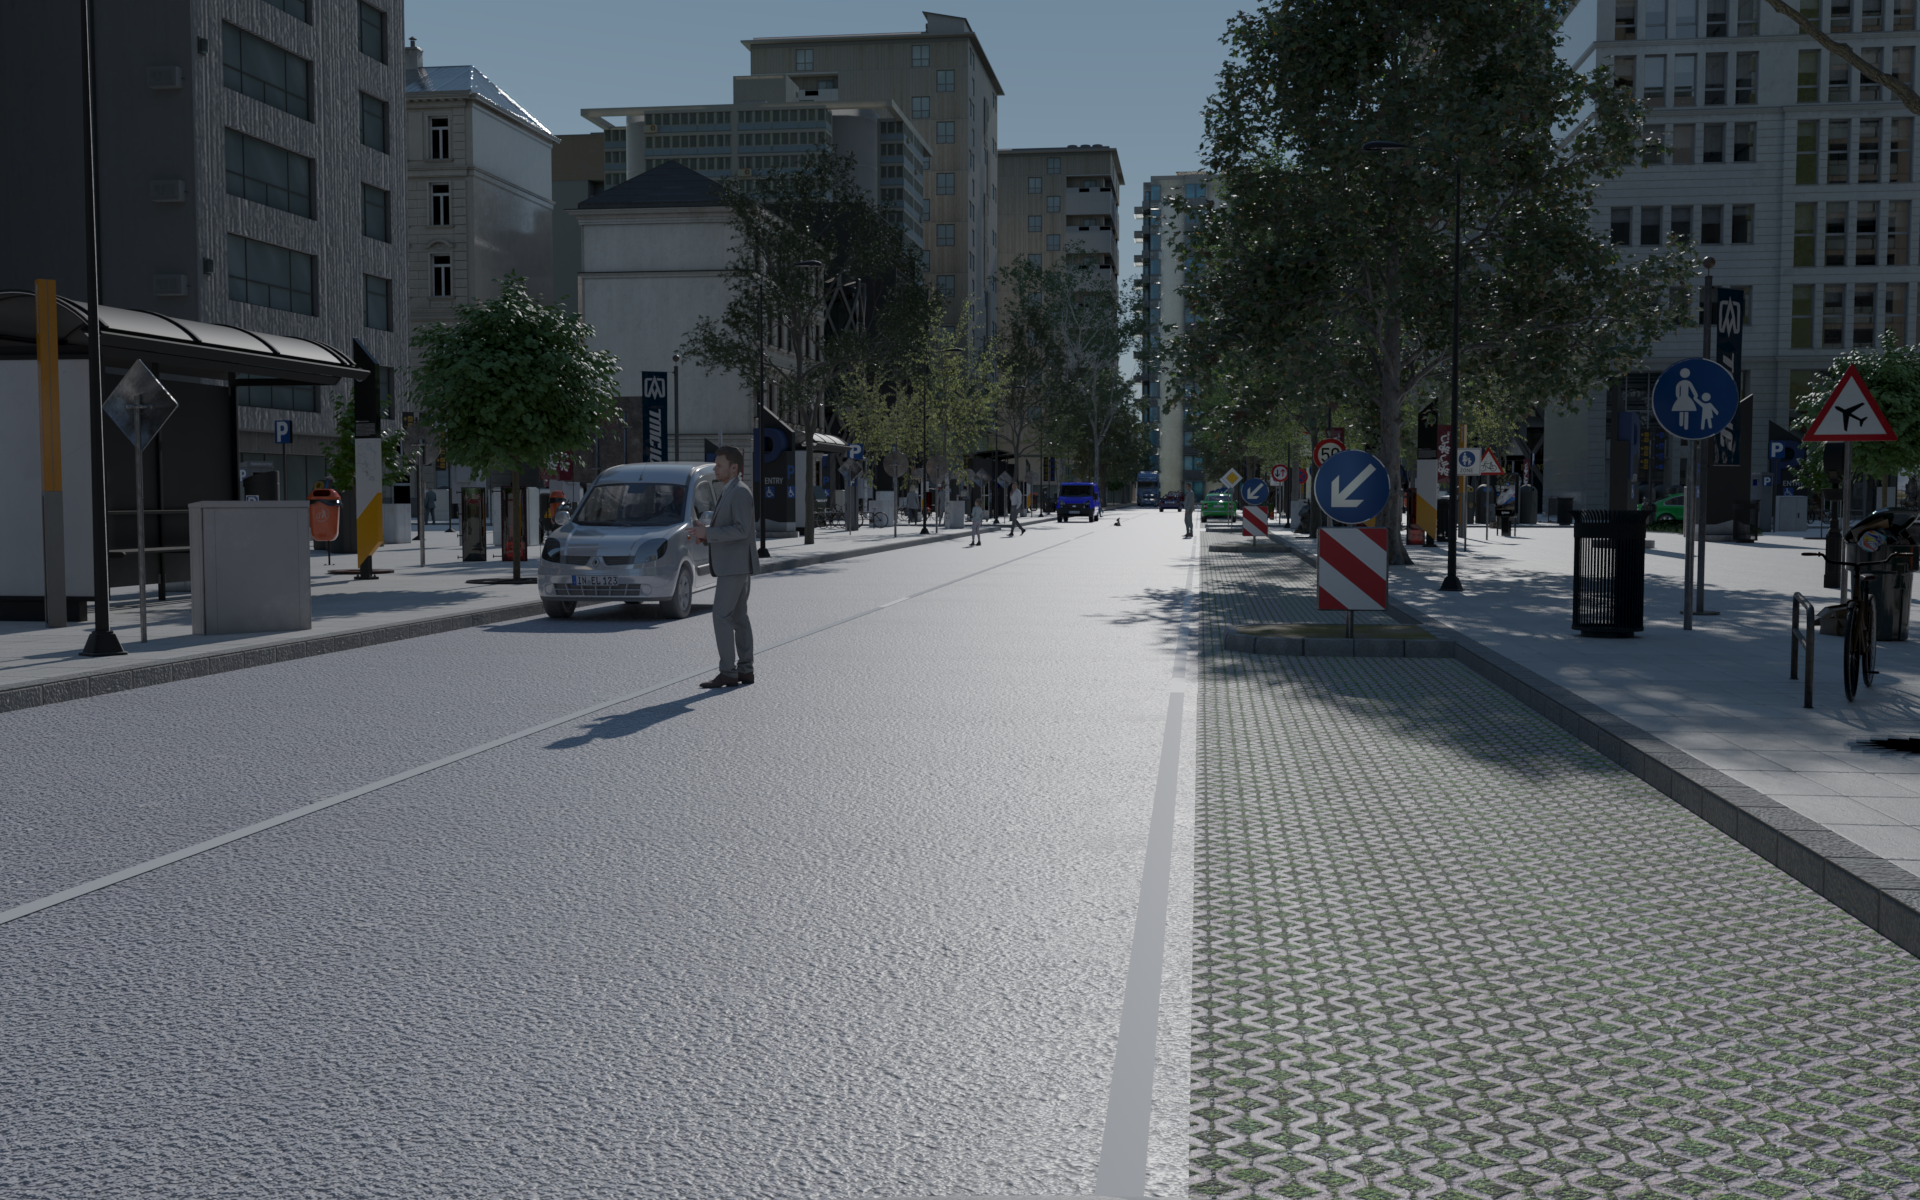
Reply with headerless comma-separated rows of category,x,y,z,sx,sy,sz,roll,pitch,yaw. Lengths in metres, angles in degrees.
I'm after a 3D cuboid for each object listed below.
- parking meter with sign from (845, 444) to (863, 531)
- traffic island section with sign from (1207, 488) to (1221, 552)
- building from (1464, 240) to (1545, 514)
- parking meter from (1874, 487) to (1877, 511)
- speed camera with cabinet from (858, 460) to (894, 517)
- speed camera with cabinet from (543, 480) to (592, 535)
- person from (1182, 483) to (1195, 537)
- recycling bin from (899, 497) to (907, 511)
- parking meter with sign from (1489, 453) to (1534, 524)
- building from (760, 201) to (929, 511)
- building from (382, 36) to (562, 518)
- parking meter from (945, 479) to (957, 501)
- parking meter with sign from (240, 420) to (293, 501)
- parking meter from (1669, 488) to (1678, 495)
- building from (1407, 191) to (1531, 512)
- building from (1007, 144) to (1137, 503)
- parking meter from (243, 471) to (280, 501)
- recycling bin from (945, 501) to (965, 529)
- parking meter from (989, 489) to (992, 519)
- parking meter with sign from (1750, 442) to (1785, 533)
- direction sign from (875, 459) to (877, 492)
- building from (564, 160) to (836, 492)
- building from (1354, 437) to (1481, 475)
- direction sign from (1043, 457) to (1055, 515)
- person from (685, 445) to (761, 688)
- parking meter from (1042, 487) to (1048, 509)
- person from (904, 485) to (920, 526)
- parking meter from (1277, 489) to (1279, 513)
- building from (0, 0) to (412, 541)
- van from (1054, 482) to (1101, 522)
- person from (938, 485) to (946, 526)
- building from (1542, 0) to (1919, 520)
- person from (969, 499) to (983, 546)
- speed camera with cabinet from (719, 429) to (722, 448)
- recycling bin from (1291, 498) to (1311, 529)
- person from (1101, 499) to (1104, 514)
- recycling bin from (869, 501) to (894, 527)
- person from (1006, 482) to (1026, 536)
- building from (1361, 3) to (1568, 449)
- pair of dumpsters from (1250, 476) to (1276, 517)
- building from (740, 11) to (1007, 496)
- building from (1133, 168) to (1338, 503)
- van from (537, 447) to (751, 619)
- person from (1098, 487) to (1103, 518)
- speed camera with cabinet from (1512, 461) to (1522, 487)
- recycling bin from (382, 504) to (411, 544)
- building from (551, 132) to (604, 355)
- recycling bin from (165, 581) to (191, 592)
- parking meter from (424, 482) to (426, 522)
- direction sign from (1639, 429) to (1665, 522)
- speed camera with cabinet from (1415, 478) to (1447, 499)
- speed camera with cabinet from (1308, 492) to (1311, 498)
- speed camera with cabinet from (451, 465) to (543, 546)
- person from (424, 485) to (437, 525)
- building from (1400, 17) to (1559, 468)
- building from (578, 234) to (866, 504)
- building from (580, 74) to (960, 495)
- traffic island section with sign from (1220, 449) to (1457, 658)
parking meter with sign,-3.782,-3.944,60.746,0.543,3.016,1.738,-1,4,-11
traffic island section with sign,7.195,-2.104,43.031,1.989,1.847,2.006,0,4,8
building,42.301,-15.179,115.626,16.820,18.784,16.811,0,4,8
parking meter,40.858,-4.362,77.030,0.399,1.863,0.255,2,4,28
speed camera with cabinet,-4.618,-6.225,96.120,2.038,3.252,0.660,-1,4,-23
speed camera with cabinet,-12.324,-3.685,54.579,2.038,3.252,0.660,1,4,12
person,7.656,-3.014,57.874,0.391,1.810,0.635,0,4,-5
recycling bin,-4.013,-7.070,128.141,0.722,1.027,0.722,-2,4,-33
parking meter with sign,23.327,-4.711,73.281,1.738,3.016,0.543,2,4,26
building,-9.832,-18.976,139.929,12.332,23.373,15.834,0,4,8
building,-37.096,-18.496,99.669,25.104,27.353,12.463,0,4,8
parking meter,-0.340,-3.715,66.453,0.399,1.863,0.255,3,5,40
parking meter with sign,-16.391,-2.690,40.240,0.543,3.016,1.738,2,4,32
parking meter,29.293,-3.837,71.138,0.372,1.533,0.369,0,3,0
building,42.220,-19.358,134.528,12.078,24.808,19.932,0,4,8
building,12.507,-41.064,260.639,27.495,52.752,28.713,0,4,8
parking meter,-7.670,-0.650,19.046,0.372,1.533,0.369,0,3,0
recycling bin,-0.193,-3.188,64.675,0.722,1.027,0.722,0,4,2
parking meter,1.464,-4.996,90.100,0.372,1.533,0.369,0,3,0
parking meter with sign,27.093,-3.806,58.482,0.543,3.016,1.738,0,4,-3
direction sign,-4.738,-6.475,97.861,0.379,3.537,0.876,-1,4,-10
building,-14.319,-14.421,100.408,10.561,19.102,19.286,0,4,8
building,52.436,-33.521,198.180,14.600,45.320,14.200,0,4,8
direction sign,5.450,-6.967,105.903,0.876,3.537,0.379,3,5,41
person,-1.796,-0.262,12.981,0.583,1.804,0.606,-1,4,-21
parking meter,6.726,-8.056,137.428,0.399,1.863,0.255,-1,4,-13
person,-2.045,-3.888,72.249,0.709,1.800,0.728,1,4,23
parking meter,21.603,-6.806,116.984,0.255,1.863,0.399,-2,4,-29
building,-23.601,-16.863,47.413,14.107,30.474,14.160,0,4,8
van,6.129,-5.209,89.557,2.240,2.365,5.245,1,4,9
person,-0.640,-3.720,69.448,0.709,1.813,0.853,1,4,12
building,46.123,-18.970,87.651,29.804,29.767,11.434,0,4,8
person,0.434,-2.158,48.055,0.394,1.301,0.425,2,4,28
speed camera with cabinet,-7.872,-3.589,53.011,0.660,3.252,2.038,-3,5,-42
recycling bin,12.568,-3.099,63.225,0.722,1.027,0.722,-2,4,-33
person,10.134,-7.098,125.227,0.598,1.740,0.731,2,4,27
recycling bin,-3.059,-3.350,67.328,0.722,1.027,0.722,3,4,36
person,1.906,-3.105,59.363,0.850,1.850,0.679,-2,4,-29
building,53.432,-52.672,173.863,22.319,86.520,31.000,0,4,8
pair of dumpsters,16.623,-5.683,95.406,1.574,2.255,4.437,0,4,8
building,-10.120,-37.339,199.723,27.495,52.752,28.713,0,4,8
building,41.009,-38.871,255.154,30.456,49.044,23.786,0,4,8
van,-3.783,-0.872,21.267,2.013,2.044,4.112,0,4,8
person,8.157,-5.782,103.023,0.713,1.824,0.794,-2,4,-31
speed camera with cabinet,33.123,-6.679,103.543,0.660,3.252,2.038,2,4,27
recycling bin,-14.722,-1.978,44.892,0.722,1.027,0.722,1,4,12
building,-45.233,-34.323,211.292,14.200,45.320,14.600,0,4,8
recycling bin,-10.142,-0.638,22.979,0.722,1.027,0.722,0,4,-2
parking meter,-24.439,-4.467,78.746,0.255,1.863,0.399,0,4,-7
direction sign,24.129,-4.188,60.463,0.876,3.537,0.379,0,4,-3
speed camera with cabinet,25.727,-6.101,94.090,0.660,3.252,2.038,-3,4,-38
speed camera with cabinet,30.518,-9.305,146.470,2.038,3.252,0.660,-1,4,-15
speed camera with cabinet,-11.486,-2.964,42.796,2.038,3.252,0.660,1,4,10
person,-22.160,-3.887,72.226,0.590,1.801,0.661,2,4,29
building,45.688,-28.736,153.424,14.154,41.232,14.086,0,4,8
building,-15.107,-15.368,118.714,16.820,18.784,16.811,0,4,8
building,-16.552,-28.924,164.793,32.217,40.220,23.993,0,4,8
traffic island section with sign,3.464,-0.456,16.086,1.989,1.847,2.006,0,4,8
